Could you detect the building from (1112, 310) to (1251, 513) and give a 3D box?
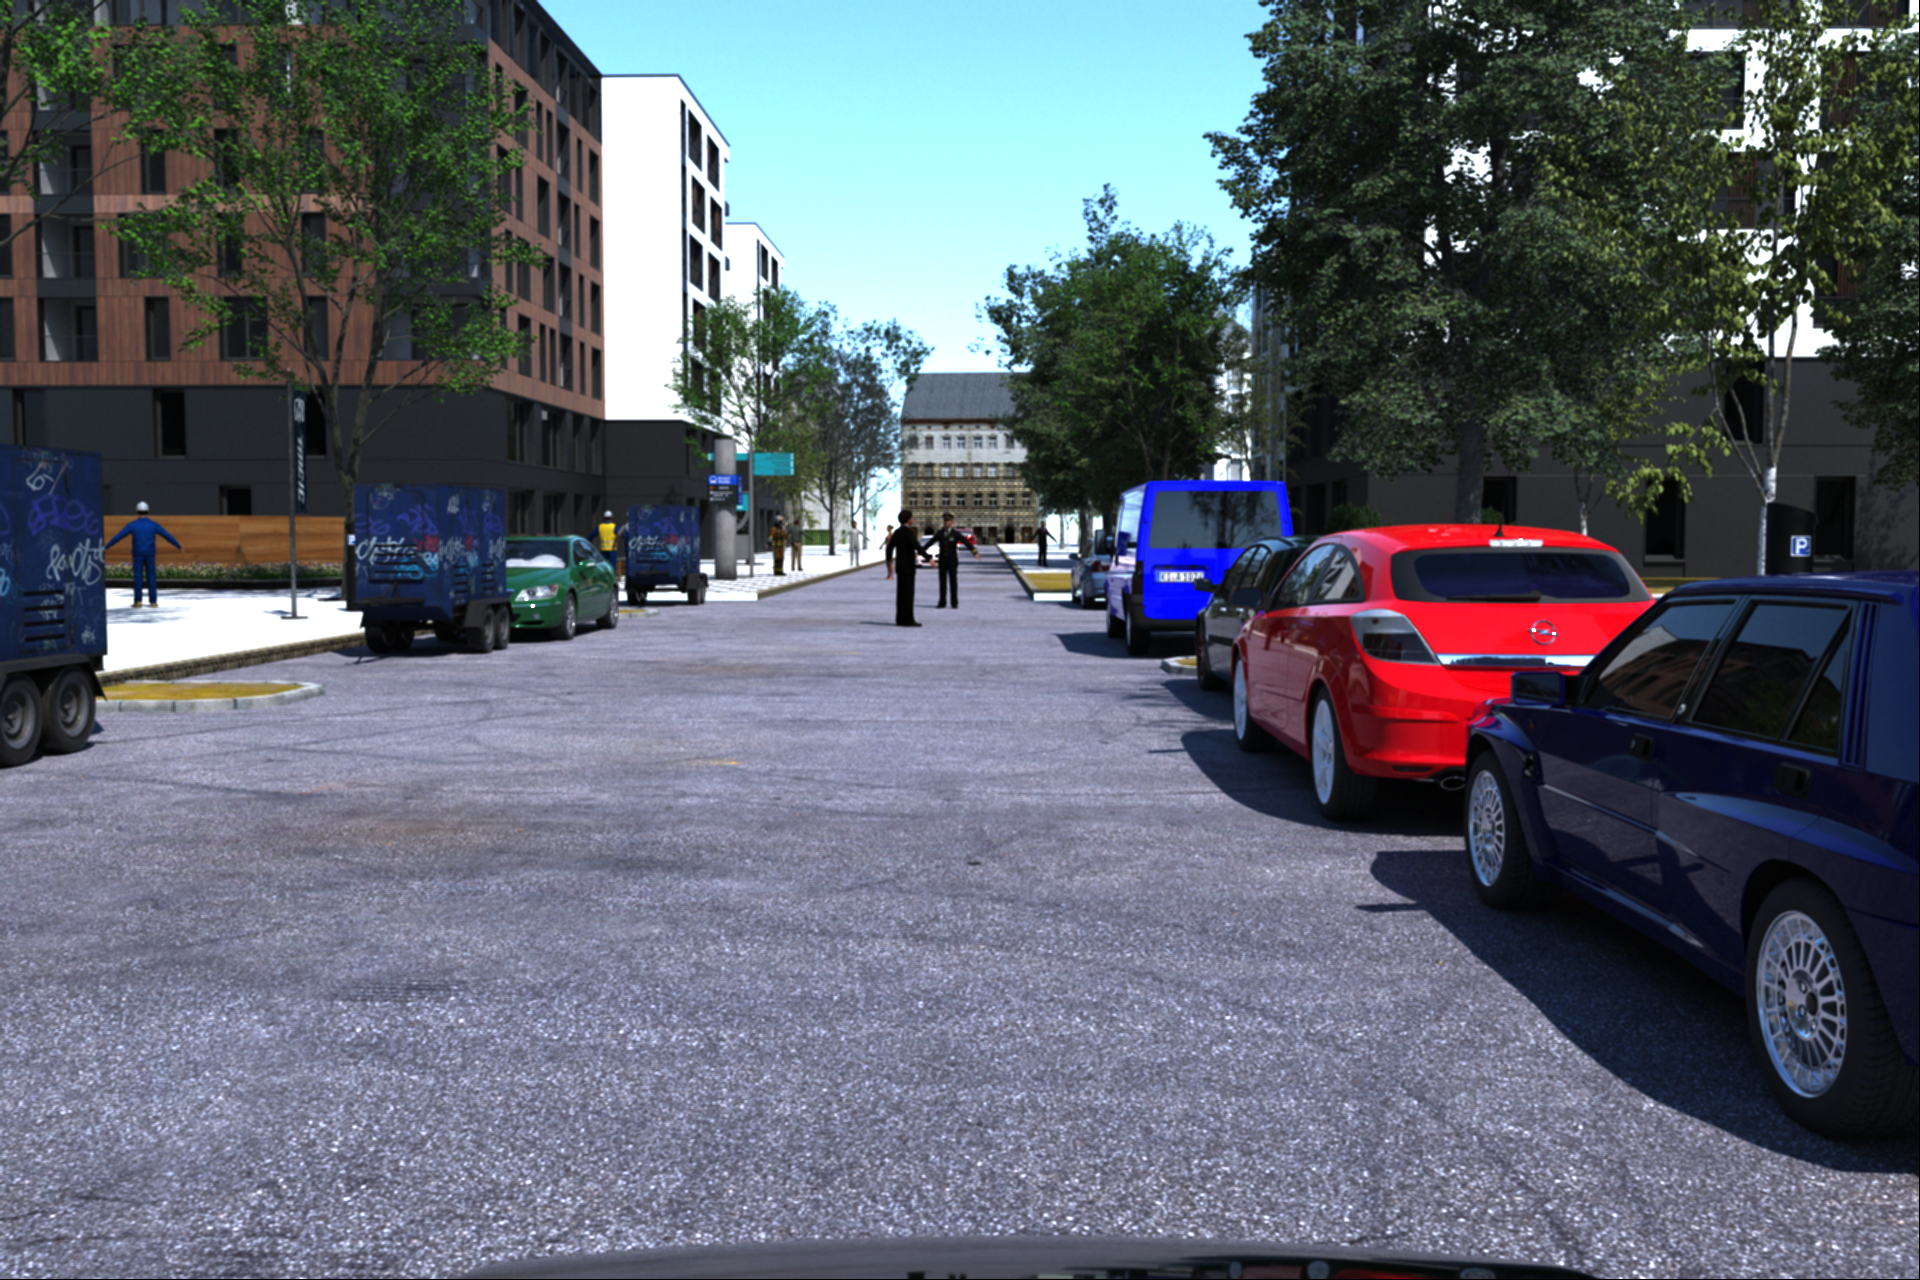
[{"bbox_3d":[24.610,-21.136,176.494,19.493,23.208,18.063,0,4,1],"label":"building"}]

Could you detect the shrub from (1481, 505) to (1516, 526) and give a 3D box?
[{"bbox_3d":[14.382,-2.643,47.262,1.661,2.075,1.752,0,3,0],"label":"shrub"}]

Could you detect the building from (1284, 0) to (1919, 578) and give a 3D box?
[{"bbox_3d":[26.049,-13.583,66.064,27.936,21.610,32.646,0,4,1],"label":"building"}]

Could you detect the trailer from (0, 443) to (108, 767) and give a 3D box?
[{"bbox_3d":[-6.507,-0.195,10.236,1.471,1.999,3.904,0,4,1],"label":"trailer"}]

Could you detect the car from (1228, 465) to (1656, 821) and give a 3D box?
[{"bbox_3d":[2.716,-0.067,10.134,2.155,1.783,4.494,0,4,1],"label":"car"}]

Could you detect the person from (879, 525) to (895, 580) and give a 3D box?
[{"bbox_3d":[-2.304,-2.782,54.739,0.721,1.733,1.217,-1,4,-22],"label":"person"}]

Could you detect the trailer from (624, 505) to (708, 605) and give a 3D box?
[{"bbox_3d":[-5.972,-1.678,34.485,1.471,1.999,3.904,0,4,1],"label":"trailer"}]

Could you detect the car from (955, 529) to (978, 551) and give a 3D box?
[{"bbox_3d":[0.190,-7.263,127.423,2.281,1.827,5.304,0,4,0],"label":"car"}]

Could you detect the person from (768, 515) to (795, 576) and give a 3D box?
[{"bbox_3d":[-5.552,-2.905,53.271,0.705,1.858,1.354,2,4,28],"label":"person"}]

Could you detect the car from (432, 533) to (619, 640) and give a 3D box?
[{"bbox_3d":[-6.142,-0.798,24.845,2.131,1.459,4.920,0,4,0],"label":"car"}]

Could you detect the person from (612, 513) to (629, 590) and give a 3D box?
[{"bbox_3d":[-7.433,-2.051,39.386,1.347,1.847,0.705,2,4,30],"label":"person"}]

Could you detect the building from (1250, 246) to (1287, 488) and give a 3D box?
[{"bbox_3d":[27.316,-14.205,98.702,16.747,18.905,31.486,0,4,1],"label":"building"}]

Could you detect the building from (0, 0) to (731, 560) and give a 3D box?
[{"bbox_3d":[-26.474,-14.166,75.589,27.936,21.610,32.646,0,4,2],"label":"building"}]

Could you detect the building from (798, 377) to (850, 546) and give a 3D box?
[{"bbox_3d":[-22.431,-20.684,204.641,16.747,18.905,31.486,0,3,0],"label":"building"}]

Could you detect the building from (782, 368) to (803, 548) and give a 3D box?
[{"bbox_3d":[-25.423,-20.601,167.752,19.493,23.208,18.063,0,3,0],"label":"building"}]

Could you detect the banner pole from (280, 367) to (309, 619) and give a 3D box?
[{"bbox_3d":[-10.086,-2.223,26.363,0.401,3.779,0.863,0,4,0],"label":"banner pole"}]

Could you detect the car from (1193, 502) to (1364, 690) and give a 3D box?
[{"bbox_3d":[3.051,-0.300,14.685,2.009,1.686,4.222,0,4,0],"label":"car"}]

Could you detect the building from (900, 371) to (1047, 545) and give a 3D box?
[{"bbox_3d":[2.199,-24.470,233.470,18.063,23.208,19.493,0,4,6],"label":"building"}]

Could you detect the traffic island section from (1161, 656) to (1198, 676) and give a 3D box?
[{"bbox_3d":[3.150,0.284,18.217,1.991,0.108,1.994,0,4,1],"label":"traffic island section"}]

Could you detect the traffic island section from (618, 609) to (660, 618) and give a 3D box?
[{"bbox_3d":[-6.339,-0.454,30.297,1.991,0.108,1.994,0,4,1],"label":"traffic island section"}]

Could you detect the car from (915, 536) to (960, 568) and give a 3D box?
[{"bbox_3d":[-1.027,-3.755,73.760,2.083,1.381,4.827,0,4,1],"label":"car"}]

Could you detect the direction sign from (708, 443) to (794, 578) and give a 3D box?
[{"bbox_3d":[-6.126,-3.830,51.375,2.525,3.948,1.411,0,3,0],"label":"direction sign"}]

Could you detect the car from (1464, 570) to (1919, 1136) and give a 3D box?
[{"bbox_3d":[2.869,0.435,5.465,1.945,1.354,3.894,0,3,0],"label":"car"}]

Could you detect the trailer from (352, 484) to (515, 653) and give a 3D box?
[{"bbox_3d":[-6.375,-0.817,20.402,1.471,1.999,3.904,0,4,1],"label":"trailer"}]

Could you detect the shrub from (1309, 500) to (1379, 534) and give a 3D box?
[{"bbox_3d":[8.945,-2.211,40.194,1.661,2.075,1.752,0,3,0],"label":"shrub"}]

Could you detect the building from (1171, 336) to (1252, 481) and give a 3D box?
[{"bbox_3d":[25.201,-18.838,164.425,16.016,20.090,11.380,0,4,1],"label":"building"}]

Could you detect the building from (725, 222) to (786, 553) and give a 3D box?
[{"bbox_3d":[-27.357,-16.402,112.146,27.936,21.610,32.646,0,4,2],"label":"building"}]

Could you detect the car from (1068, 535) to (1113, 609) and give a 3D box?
[{"bbox_3d":[3.194,-1.374,34.471,2.014,1.417,4.499,0,4,0],"label":"car"}]

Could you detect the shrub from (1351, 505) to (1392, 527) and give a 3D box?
[{"bbox_3d":[10.227,-2.441,43.948,1.661,2.075,1.752,0,3,0],"label":"shrub"}]

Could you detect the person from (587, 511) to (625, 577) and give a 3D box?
[{"bbox_3d":[-8.401,-2.170,41.449,1.349,1.833,0.705,0,4,7],"label":"person"}]

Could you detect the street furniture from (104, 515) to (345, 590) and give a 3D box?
[{"bbox_3d":[-18.061,-2.182,42.538,11.010,1.723,9.812,1,4,17],"label":"street furniture"}]

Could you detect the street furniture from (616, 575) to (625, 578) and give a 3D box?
[{"bbox_3d":[-13.140,-2.289,53.046,10.072,0.657,5.734,0,4,-7],"label":"street furniture"}]

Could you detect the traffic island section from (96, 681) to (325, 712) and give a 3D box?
[{"bbox_3d":[-6.639,0.486,14.921,1.991,0.108,1.994,0,4,1],"label":"traffic island section"}]

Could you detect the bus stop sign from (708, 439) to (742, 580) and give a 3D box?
[{"bbox_3d":[-6.555,-3.631,48.386,0.837,3.901,0.837,0,4,1],"label":"bus stop sign"}]

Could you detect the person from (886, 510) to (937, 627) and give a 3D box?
[{"bbox_3d":[-0.817,-1.116,26.882,0.705,1.806,1.347,-2,4,-35],"label":"person"}]
